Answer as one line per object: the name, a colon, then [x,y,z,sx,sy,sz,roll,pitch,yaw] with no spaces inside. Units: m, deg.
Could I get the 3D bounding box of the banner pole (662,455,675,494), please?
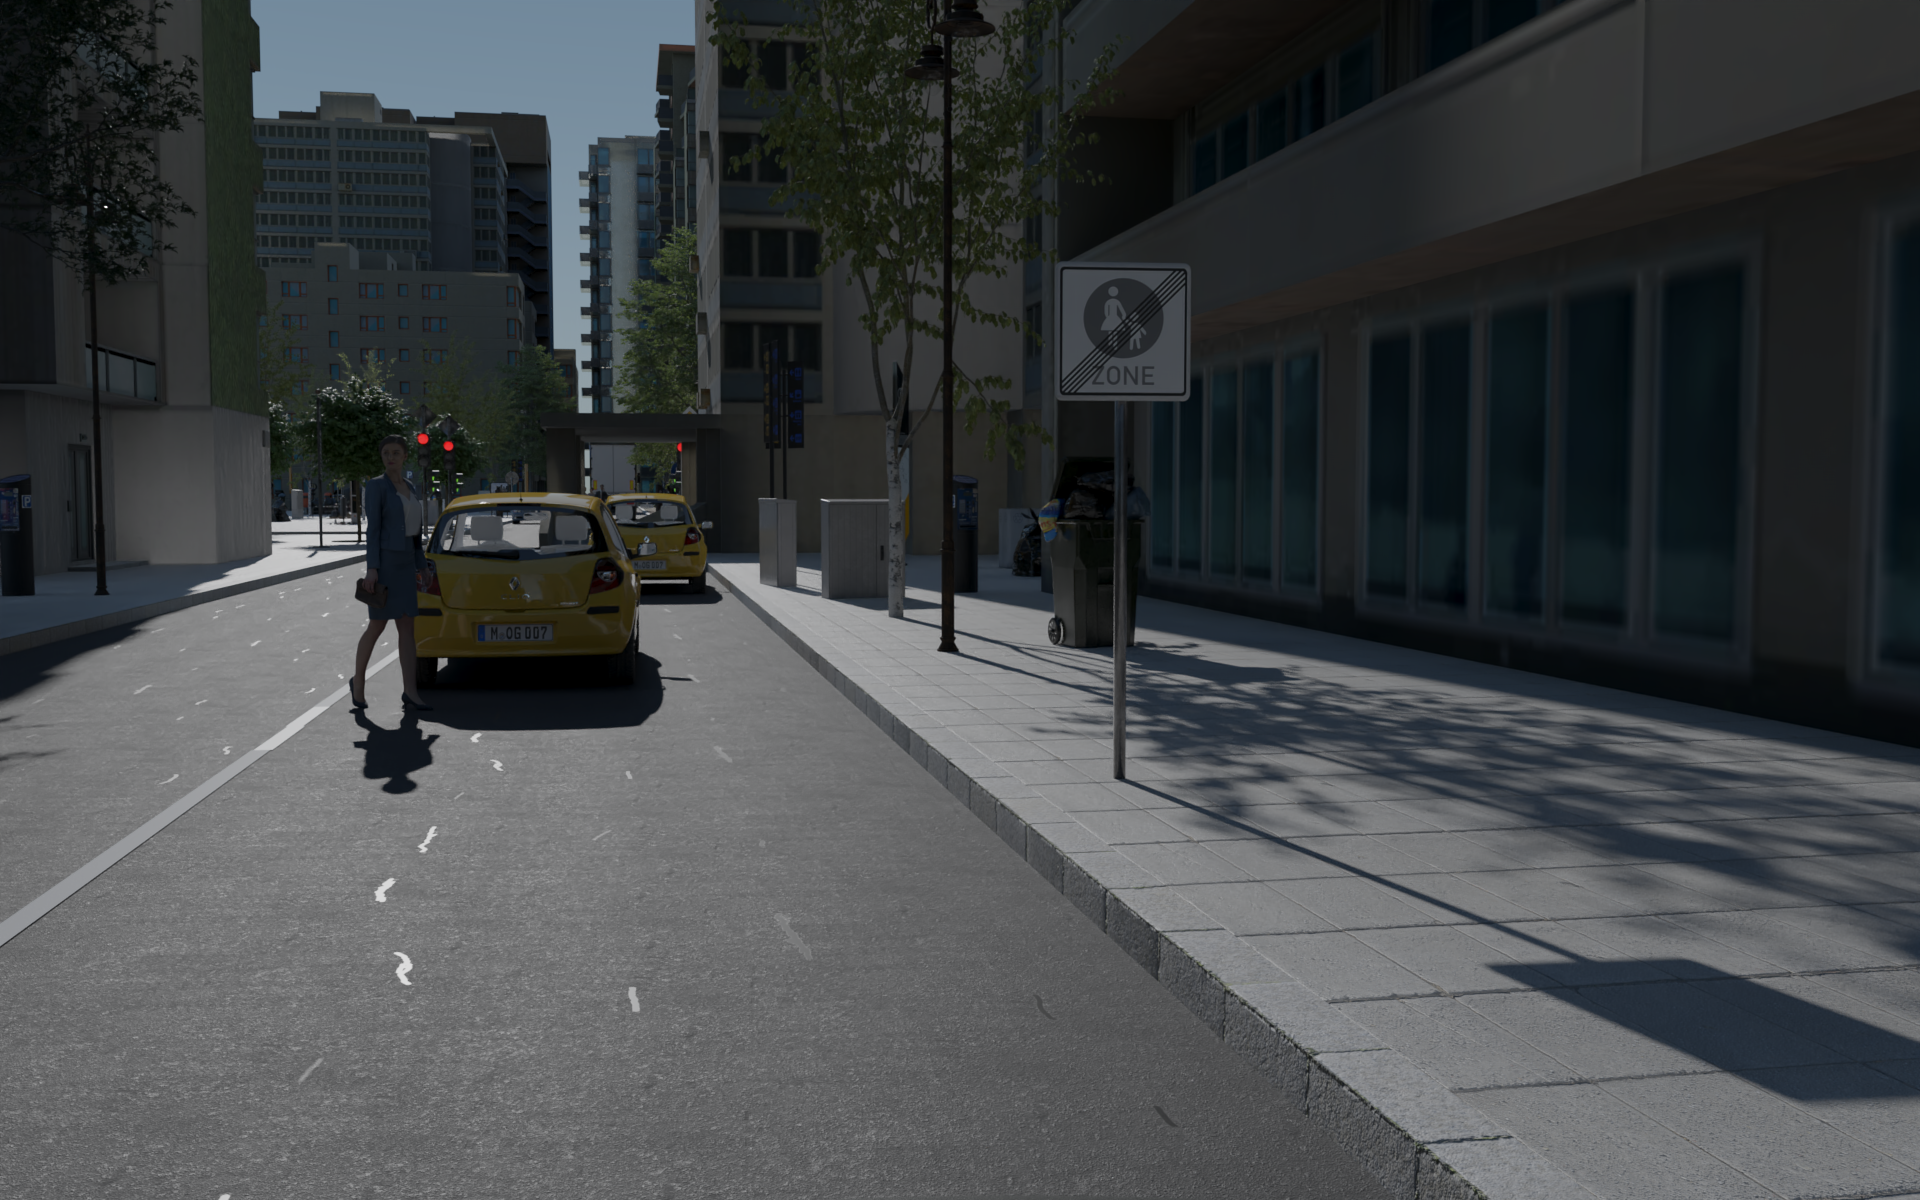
banner pole: [-18.178,-7.252,108.582,0.863,3.779,0.401,2,4,31]

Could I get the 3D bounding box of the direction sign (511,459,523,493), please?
direction sign: [-29.063,-7.441,113.665,0.379,3.537,0.876,3,4,37]

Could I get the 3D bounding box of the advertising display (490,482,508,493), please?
advertising display: [-25.234,-5.483,94.863,0.974,1.923,0.123,-2,4,-27]

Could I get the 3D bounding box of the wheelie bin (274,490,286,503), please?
wheelie bin: [-51.016,-7.460,129.871,0.980,1.594,0.693,1,4,9]

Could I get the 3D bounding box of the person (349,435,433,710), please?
person: [-3.796,-0.184,11.540,0.654,1.822,0.581,3,4,37]

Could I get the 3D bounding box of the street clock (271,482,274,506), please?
street clock: [-37.737,-5.510,94.653,0.471,2.002,0.358,0,4,-8]

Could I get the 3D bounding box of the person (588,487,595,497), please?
person: [-19.070,-4.921,89.305,0.599,1.781,0.374,0,4,-5]

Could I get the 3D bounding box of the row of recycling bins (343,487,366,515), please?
row of recycling bins: [-37.542,-6.240,109.140,1.069,1.692,3.534,1,4,16]

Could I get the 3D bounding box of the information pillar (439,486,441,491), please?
information pillar: [-26.872,-5.172,89.047,0.304,2.012,0.304,-2,4,-26]

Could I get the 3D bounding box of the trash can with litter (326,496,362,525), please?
trash can with litter: [-25.963,-3.766,72.624,1.678,1.210,2.233,-1,4,-20]

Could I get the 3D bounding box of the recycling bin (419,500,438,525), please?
recycling bin: [-21.899,-3.575,71.013,0.722,1.027,0.722,2,4,31]

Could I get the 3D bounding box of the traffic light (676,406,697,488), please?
traffic light: [-8.631,-4.059,55.290,0.839,4.253,0.868,-1,4,-11]

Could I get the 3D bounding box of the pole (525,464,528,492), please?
pole: [-29.326,-7.544,117.193,0.158,3.312,0.155,0,3,0]

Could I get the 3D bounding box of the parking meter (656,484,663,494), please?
parking meter: [-17.990,-5.990,103.639,0.255,1.863,0.399,3,5,40]

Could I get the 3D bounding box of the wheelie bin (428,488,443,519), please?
wheelie bin: [-25.261,-4.617,83.390,0.693,1.594,0.980,-2,4,-31]

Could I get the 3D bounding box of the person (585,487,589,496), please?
person: [-15.415,-3.843,72.002,0.598,1.740,0.731,1,4,18]

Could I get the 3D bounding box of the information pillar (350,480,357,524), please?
information pillar: [-26.066,-4.284,74.543,0.304,2.012,0.304,-1,4,-23]

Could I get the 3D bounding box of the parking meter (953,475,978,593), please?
parking meter: [0.051,-0.867,22.593,0.372,1.533,0.369,0,3,0]

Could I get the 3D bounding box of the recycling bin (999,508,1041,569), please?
recycling bin: [1.098,-1.072,30.075,0.722,1.027,0.722,-1,4,-12]

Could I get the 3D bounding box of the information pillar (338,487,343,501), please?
information pillar: [-45.139,-7.442,126.162,0.304,2.012,0.304,0,4,-7]

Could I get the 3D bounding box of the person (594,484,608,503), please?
person: [-17.347,-4.641,83.738,0.474,1.900,0.648,3,4,39]

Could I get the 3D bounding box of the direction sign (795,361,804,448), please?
direction sign: [-3.008,-2.308,29.726,0.876,3.537,0.379,3,4,37]

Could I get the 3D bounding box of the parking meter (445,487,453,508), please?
parking meter: [-22.052,-4.222,74.733,0.255,1.863,0.399,0,4,3]

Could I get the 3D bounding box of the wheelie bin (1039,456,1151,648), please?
wheelie bin: [1.176,-0.412,14.649,0.980,1.594,0.693,-1,4,-20]

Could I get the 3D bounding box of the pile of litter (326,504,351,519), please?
pile of litter: [-32.018,-4.652,90.027,1.719,0.858,1.176,-1,4,-17]

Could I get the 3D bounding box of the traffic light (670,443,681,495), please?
traffic light: [-10.158,-4.539,63.128,0.839,4.253,0.868,-1,4,-11]

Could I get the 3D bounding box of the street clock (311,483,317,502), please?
street clock: [-43.315,-6.815,116.000,0.471,2.002,0.358,0,4,5]

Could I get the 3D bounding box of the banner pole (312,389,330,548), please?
banner pole: [-15.205,-3.129,41.179,0.401,3.779,0.863,-2,4,-25]

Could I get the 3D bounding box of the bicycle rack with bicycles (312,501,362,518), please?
bicycle rack with bicycles: [-33.249,-4.875,93.087,2.852,0.926,2.925,2,4,32]

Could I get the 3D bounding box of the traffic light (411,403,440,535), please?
traffic light: [-16.590,-3.964,53.729,0.839,4.253,0.868,-1,4,-11]

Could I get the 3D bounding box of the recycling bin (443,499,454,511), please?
recycling bin: [-25.523,-4.542,86.821,0.722,1.027,0.722,-2,4,-23]

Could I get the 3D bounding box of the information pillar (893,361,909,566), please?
information pillar: [-1.059,-2.418,30.887,0.183,3.616,0.504,2,4,25]

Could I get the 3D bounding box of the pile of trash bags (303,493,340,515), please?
pile of trash bags: [-39.877,-5.974,107.434,1.912,1.369,3.447,0,4,4]

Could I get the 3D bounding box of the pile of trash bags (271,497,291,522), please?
pile of trash bags: [-32.663,-4.312,80.258,3.447,1.369,1.912,2,4,32]

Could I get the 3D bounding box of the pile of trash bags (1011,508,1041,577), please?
pile of trash bags: [2.631,-1.068,27.207,3.447,1.369,1.912,-1,4,-21]

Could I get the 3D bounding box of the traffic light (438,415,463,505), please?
traffic light: [-18.117,-4.443,61.567,0.839,4.253,0.868,-1,4,-11]

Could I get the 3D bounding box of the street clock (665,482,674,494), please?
street clock: [-17.050,-5.945,101.772,0.471,2.002,0.358,-2,4,-35]

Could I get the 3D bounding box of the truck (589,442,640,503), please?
truck: [-19.296,-6.597,96.776,2.839,4.237,11.283,-1,4,-11]

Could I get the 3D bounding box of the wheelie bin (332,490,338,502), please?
wheelie bin: [-46.787,-7.485,130.286,0.693,1.594,0.980,1,4,16]

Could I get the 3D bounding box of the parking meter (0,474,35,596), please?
parking meter: [-11.906,-0.822,21.855,0.372,1.533,0.369,0,3,0]

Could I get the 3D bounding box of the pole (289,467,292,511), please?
pole: [-50.343,-8.347,130.322,0.158,3.312,0.155,0,3,0]

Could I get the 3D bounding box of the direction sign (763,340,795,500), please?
direction sign: [-2.820,-2.078,25.971,0.379,3.537,0.876,-1,4,-20]
